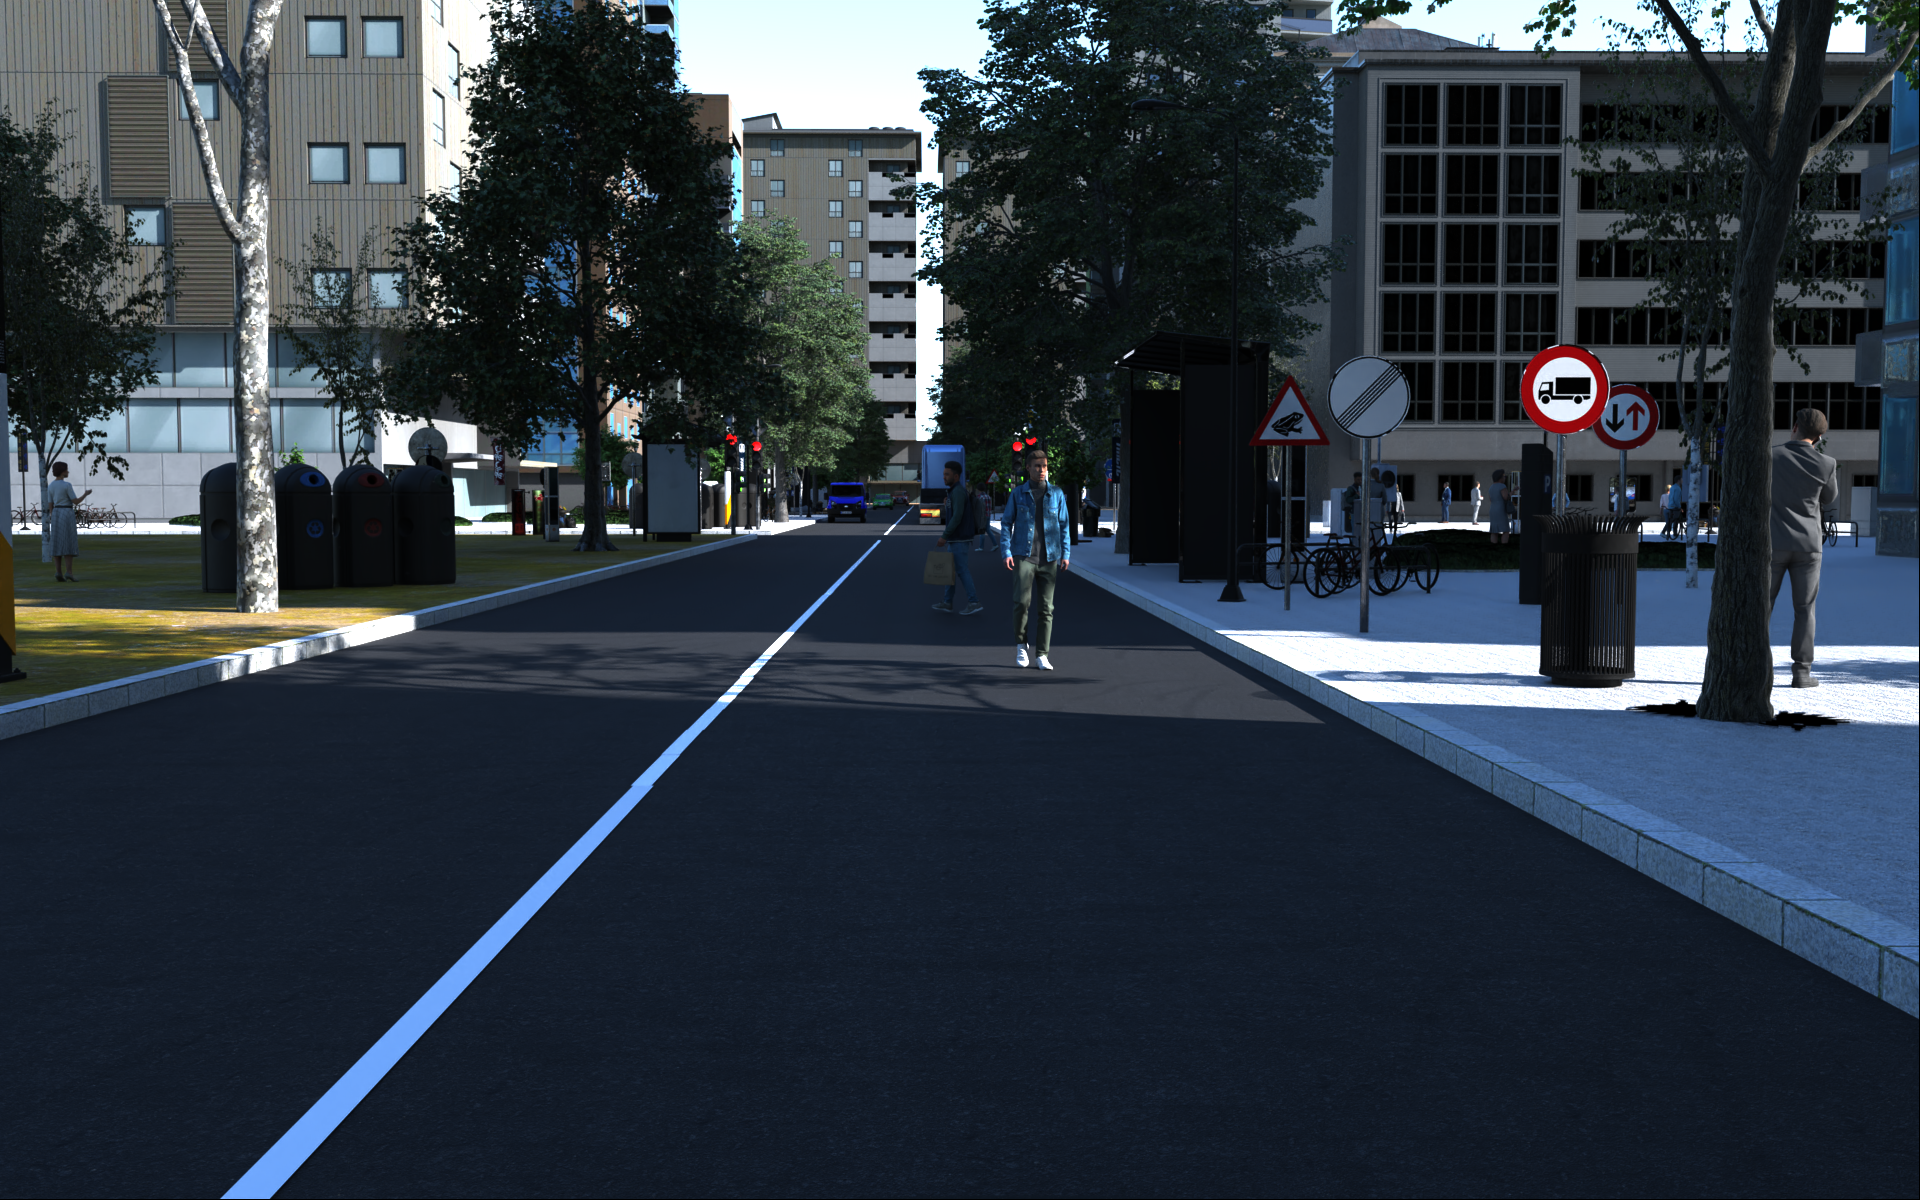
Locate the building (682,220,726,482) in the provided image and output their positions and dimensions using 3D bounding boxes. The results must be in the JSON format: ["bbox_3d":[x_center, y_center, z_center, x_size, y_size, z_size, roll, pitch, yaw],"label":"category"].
[{"bbox_3d":[-31.461,-24.643,174.621,14.160,30.474,14.107,0,4,-1],"label":"building"}]

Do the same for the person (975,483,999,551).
[{"bbox_3d":[0.613,-2.086,43.447,0.643,1.720,0.563,3,4,37],"label":"person"}]

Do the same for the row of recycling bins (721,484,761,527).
[{"bbox_3d":[-9.027,-3.681,67.294,1.069,1.692,3.534,3,4,36],"label":"row of recycling bins"}]

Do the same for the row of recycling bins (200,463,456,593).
[{"bbox_3d":[-8.628,-1.019,23.771,1.069,1.692,3.534,3,5,42],"label":"row of recycling bins"}]

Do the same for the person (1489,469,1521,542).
[{"bbox_3d":[10.909,-1.726,34.619,0.532,1.782,0.716,-1,4,-17],"label":"person"}]

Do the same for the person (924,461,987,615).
[{"bbox_3d":[-0.065,-0.739,20.560,0.713,1.824,0.794,1,4,20],"label":"person"}]

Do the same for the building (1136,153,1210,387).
[{"bbox_3d":[22.107,-23.155,150.280,14.160,30.474,14.107,0,4,-1],"label":"building"}]

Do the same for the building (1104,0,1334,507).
[{"bbox_3d":[25.088,-38.447,170.609,21.231,58.520,28.212,0,4,-1],"label":"building"}]

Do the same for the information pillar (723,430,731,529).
[{"bbox_3d":[-8.554,-4.426,63.718,0.183,3.616,0.504,1,4,9],"label":"information pillar"}]

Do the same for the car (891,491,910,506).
[{"bbox_3d":[-7.156,-12.180,207.812,2.281,1.827,5.304,0,4,-1],"label":"car"}]

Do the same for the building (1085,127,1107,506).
[{"bbox_3d":[20.816,-31.105,192.164,14.154,41.232,14.086,0,4,-1],"label":"building"}]

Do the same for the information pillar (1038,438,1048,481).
[{"bbox_3d":[2.980,-4.339,62.297,0.183,3.616,0.504,-2,4,-33],"label":"information pillar"}]

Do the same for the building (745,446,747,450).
[{"bbox_3d":[-42.794,-34.108,249.554,23.993,40.220,32.217,0,4,-1],"label":"building"}]

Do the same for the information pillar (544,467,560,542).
[{"bbox_3d":[-10.959,-2.570,46.510,0.304,2.012,0.304,-2,4,-33],"label":"information pillar"}]

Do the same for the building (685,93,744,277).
[{"bbox_3d":[-31.593,-33.062,190.668,14.200,45.320,14.600,0,4,-1],"label":"building"}]

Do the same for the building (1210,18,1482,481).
[{"bbox_3d":[22.650,-19.363,102.485,13.634,28.700,20.117,0,4,-1],"label":"building"}]

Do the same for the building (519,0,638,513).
[{"bbox_3d":[-30.435,-28.790,120.828,14.600,45.320,14.200,0,4,-1],"label":"building"}]

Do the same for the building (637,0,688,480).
[{"bbox_3d":[-35.223,-51.232,150.317,22.319,86.520,31.000,0,4,-1],"label":"building"}]

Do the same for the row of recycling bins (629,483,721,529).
[{"bbox_3d":[-10.714,-3.476,63.952,3.534,1.692,1.069,2,4,24],"label":"row of recycling bins"}]

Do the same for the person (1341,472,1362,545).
[{"bbox_3d":[8.920,-1.990,38.927,0.721,1.781,0.623,3,4,38],"label":"person"}]

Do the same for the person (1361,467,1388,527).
[{"bbox_3d":[7.946,-1.651,33.307,0.520,1.790,0.573,1,4,11],"label":"person"}]

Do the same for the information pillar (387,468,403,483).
[{"bbox_3d":[-16.084,-2.745,49.378,0.304,2.012,0.304,1,4,18],"label":"information pillar"}]

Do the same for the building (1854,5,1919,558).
[{"bbox_3d":[28.937,-24.624,22.205,23.786,49.044,30.456,0,4,-1],"label":"building"}]

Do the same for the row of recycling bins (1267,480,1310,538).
[{"bbox_3d":[9.053,-2.734,51.815,1.069,1.692,3.534,-2,4,-35],"label":"row of recycling bins"}]

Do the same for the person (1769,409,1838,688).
[{"bbox_3d":[5.503,-0.351,11.592,0.655,1.846,0.447,1,4,18],"label":"person"}]

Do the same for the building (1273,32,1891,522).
[{"bbox_3d":[31.389,-16.151,83.139,30.058,24.678,14.314,0,4,-1],"label":"building"}]

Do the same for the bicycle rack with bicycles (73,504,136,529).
[{"bbox_3d":[-32.237,-3.120,64.398,2.852,0.926,2.925,3,4,36],"label":"bicycle rack with bicycles"}]

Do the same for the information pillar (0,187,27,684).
[{"bbox_3d":[-6.587,-1.244,11.694,0.183,3.616,0.504,0,4,0],"label":"information pillar"}]

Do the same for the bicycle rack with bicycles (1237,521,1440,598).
[{"bbox_3d":[5.085,-0.571,22.722,2.925,0.926,2.852,-2,4,-24],"label":"bicycle rack with bicycles"}]

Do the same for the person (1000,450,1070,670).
[{"bbox_3d":[0.617,-0.326,14.178,0.601,1.785,0.444,0,4,-5],"label":"person"}]

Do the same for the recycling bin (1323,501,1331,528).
[{"bbox_3d":[14.428,-3.314,66.746,0.722,1.027,0.722,0,4,-6],"label":"recycling bin"}]

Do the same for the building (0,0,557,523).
[{"bbox_3d":[-36.951,-30.467,87.367,28.713,52.752,27.495,0,4,-1],"label":"building"}]

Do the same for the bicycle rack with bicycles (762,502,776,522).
[{"bbox_3d":[-9.370,-4.084,80.154,2.852,0.926,2.925,1,4,16],"label":"bicycle rack with bicycles"}]

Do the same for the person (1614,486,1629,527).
[{"bbox_3d":[19.052,-2.536,50.105,0.523,1.515,0.503,0,4,-8],"label":"person"}]

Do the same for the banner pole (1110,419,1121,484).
[{"bbox_3d":[4.818,-3.698,50.484,0.863,3.779,0.401,0,4,7],"label":"banner pole"}]

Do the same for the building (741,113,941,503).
[{"bbox_3d":[-17.019,-40.285,247.894,27.495,52.752,28.713,0,4,-1],"label":"building"}]

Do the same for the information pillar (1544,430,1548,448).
[{"bbox_3d":[18.755,-3.924,55.505,0.183,3.616,0.504,2,4,25],"label":"information pillar"}]

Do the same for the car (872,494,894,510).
[{"bbox_3d":[-6.933,-9.002,155.971,1.959,1.807,4.718,0,4,-1],"label":"car"}]

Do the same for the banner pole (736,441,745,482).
[{"bbox_3d":[-9.041,-4.967,71.221,0.401,3.779,0.863,2,4,26],"label":"banner pole"}]

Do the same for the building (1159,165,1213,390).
[{"bbox_3d":[21.623,-20.050,125.080,12.463,27.353,25.104,0,4,-1],"label":"building"}]

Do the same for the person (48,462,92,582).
[{"bbox_3d":[-13.046,-1.146,25.355,0.480,1.755,0.524,1,4,14],"label":"person"}]

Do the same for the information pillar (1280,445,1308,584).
[{"bbox_3d":[4.794,-1.246,24.868,0.304,2.012,0.304,0,4,-6],"label":"information pillar"}]

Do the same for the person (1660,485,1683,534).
[{"bbox_3d":[23.846,-2.990,58.065,0.731,1.740,0.598,2,4,24],"label":"person"}]

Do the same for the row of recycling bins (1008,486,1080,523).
[{"bbox_3d":[3.793,-4.231,76.293,3.534,1.692,1.069,1,4,16],"label":"row of recycling bins"}]

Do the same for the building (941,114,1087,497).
[{"bbox_3d":[10.616,-40.349,248.947,27.495,52.752,28.713,0,4,-1],"label":"building"}]

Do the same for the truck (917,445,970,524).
[{"bbox_3d":[-0.819,-6.072,89.044,2.967,4.110,18.799,0,4,-1],"label":"truck"}]

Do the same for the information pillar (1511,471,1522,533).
[{"bbox_3d":[17.910,-3.126,55.599,0.304,2.012,0.304,-2,4,-34],"label":"information pillar"}]

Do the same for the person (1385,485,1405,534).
[{"bbox_3d":[14.644,-3.025,58.134,0.709,1.800,0.728,1,4,13],"label":"person"}]
